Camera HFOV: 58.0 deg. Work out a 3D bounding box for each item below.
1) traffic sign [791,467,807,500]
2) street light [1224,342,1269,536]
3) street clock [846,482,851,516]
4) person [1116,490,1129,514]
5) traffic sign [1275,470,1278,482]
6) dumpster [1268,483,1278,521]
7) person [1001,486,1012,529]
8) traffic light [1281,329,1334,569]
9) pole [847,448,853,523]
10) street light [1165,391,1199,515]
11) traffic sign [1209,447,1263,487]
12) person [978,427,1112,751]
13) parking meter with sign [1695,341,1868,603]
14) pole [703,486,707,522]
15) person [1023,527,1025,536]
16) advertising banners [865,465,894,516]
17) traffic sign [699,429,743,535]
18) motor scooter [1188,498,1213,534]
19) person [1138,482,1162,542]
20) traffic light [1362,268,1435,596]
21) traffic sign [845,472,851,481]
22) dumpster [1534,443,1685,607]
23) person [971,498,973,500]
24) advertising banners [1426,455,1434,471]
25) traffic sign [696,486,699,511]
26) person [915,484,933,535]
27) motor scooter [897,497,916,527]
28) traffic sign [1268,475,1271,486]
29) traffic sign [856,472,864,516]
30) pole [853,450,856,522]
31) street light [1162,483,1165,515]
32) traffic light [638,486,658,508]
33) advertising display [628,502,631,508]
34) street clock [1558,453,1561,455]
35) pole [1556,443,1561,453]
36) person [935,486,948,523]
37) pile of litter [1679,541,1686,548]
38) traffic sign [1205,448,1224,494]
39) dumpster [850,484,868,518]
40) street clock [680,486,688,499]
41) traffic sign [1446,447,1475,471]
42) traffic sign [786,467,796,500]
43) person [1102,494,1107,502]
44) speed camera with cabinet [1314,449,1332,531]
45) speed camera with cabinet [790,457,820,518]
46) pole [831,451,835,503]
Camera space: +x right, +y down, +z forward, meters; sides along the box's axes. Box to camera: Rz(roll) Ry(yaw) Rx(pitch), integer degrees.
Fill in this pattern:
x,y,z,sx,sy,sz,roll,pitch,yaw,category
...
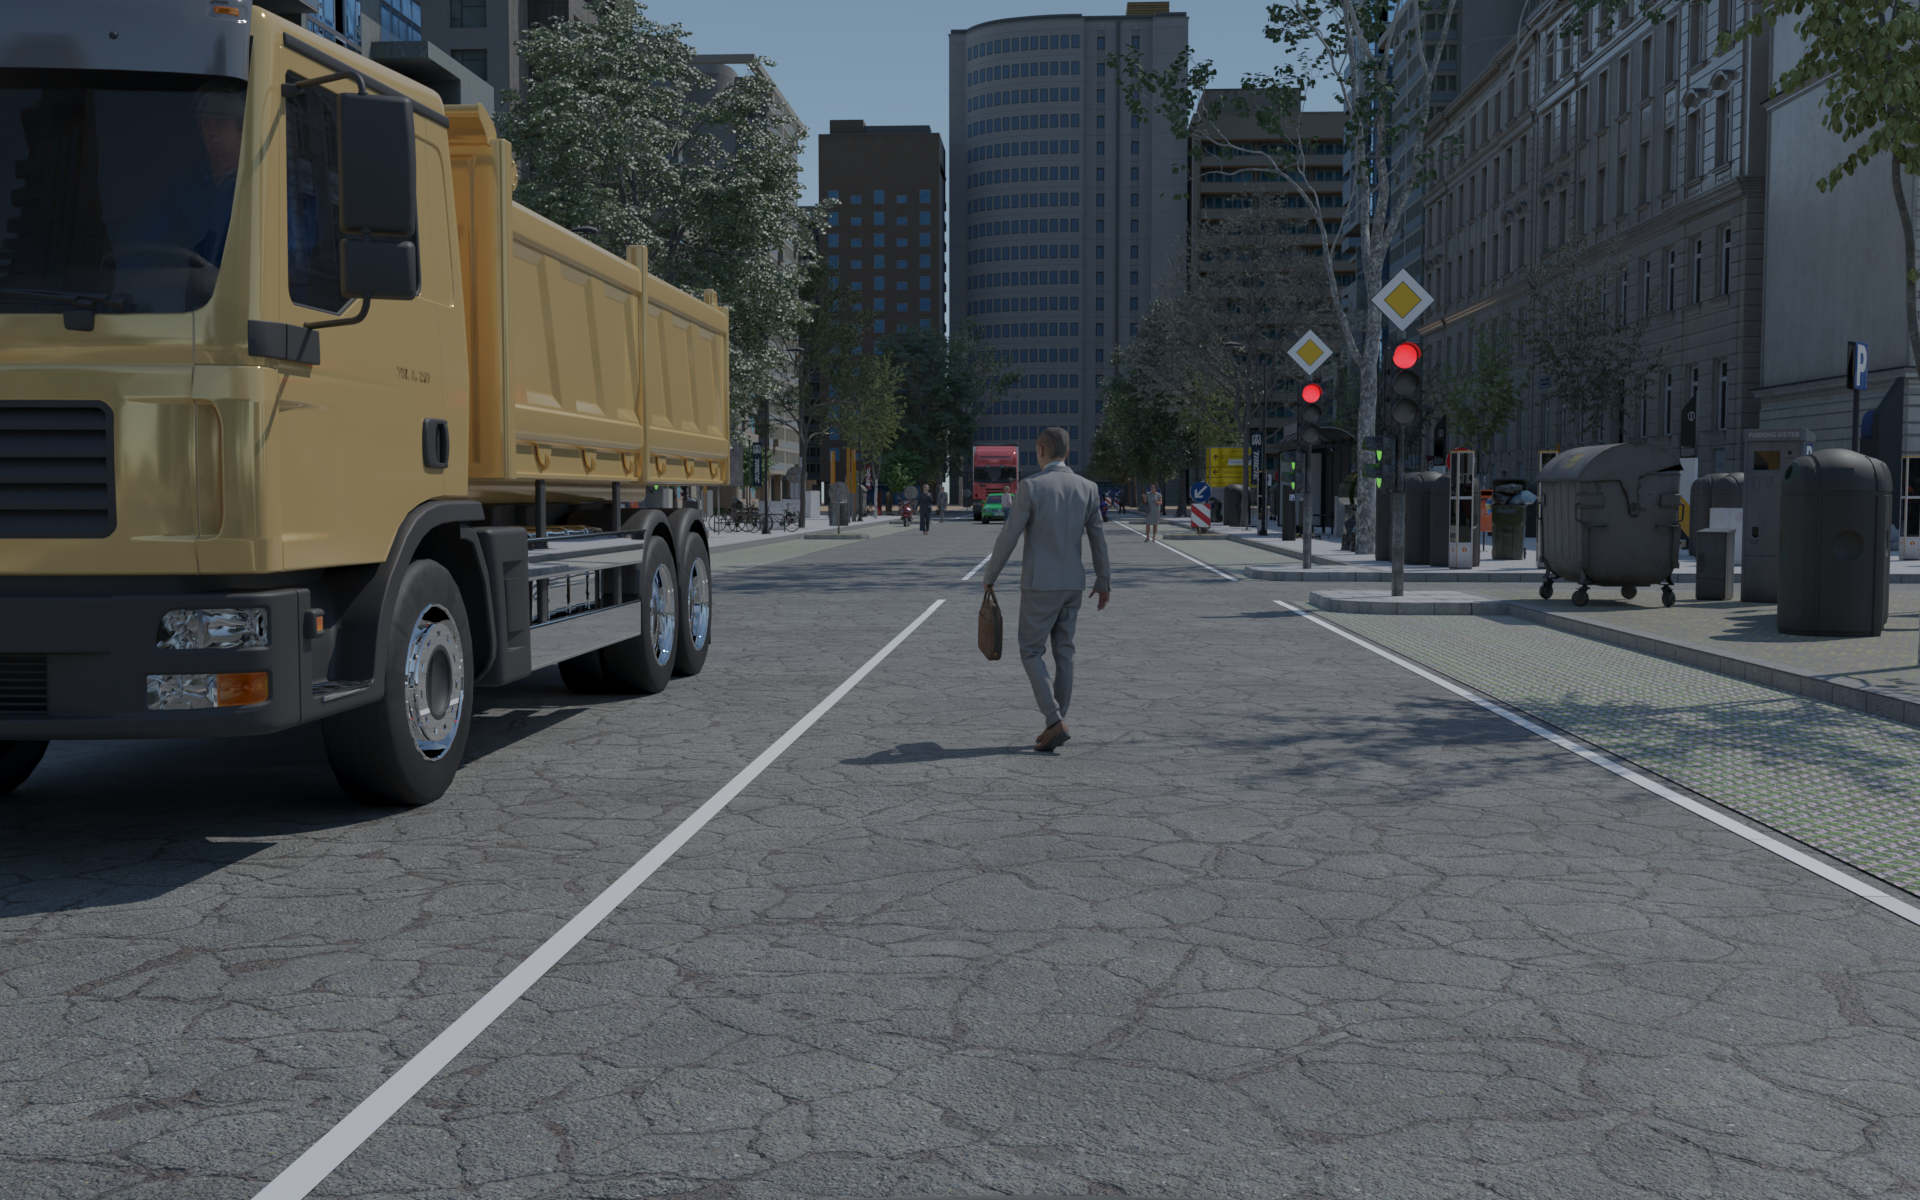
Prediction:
x,y,z,sx,sy,sz,roll,pitch,yaw,category
-7.525,-4.953,81.083,0.768,2.556,0.104,0,4,5,traffic sign
8.790,-4.930,53.151,1.470,5.913,1.316,0,4,3,street light
-6.412,-5.840,100.048,0.358,2.002,0.471,-2,4,-30,street clock
11.630,-7.053,124.373,0.990,1.755,0.434,3,4,36,person
16.072,-5.277,86.392,0.768,2.556,0.104,0,4,4,traffic sign
15.665,-4.776,83.839,1.264,1.857,1.865,0,4,3,dumpster
1.759,-3.434,65.312,0.731,1.740,0.598,3,4,38,person
5.945,-2.491,29.653,0.839,4.253,0.868,0,4,3,traffic light
-4.932,-5.061,76.597,0.158,3.312,0.155,0,3,0,pole
10.188,-6.467,78.274,1.470,5.913,1.316,0,4,3,street light
11.838,-4.924,74.375,2.265,3.308,0.079,0,4,4,traffic sign
0.499,-0.078,9.889,0.709,1.813,0.853,-2,4,-27,person
9.662,-1.480,20.465,1.738,3.016,0.543,3,5,41,parking meter with sign
-11.924,-5.326,80.916,0.158,3.312,0.155,0,3,0,pole
1.833,-2.253,46.337,0.522,1.701,0.512,1,4,16,person
-4.832,-6.525,102.873,2.074,3.025,0.090,2,4,32,advertising banners
-7.926,-3.716,54.628,2.265,3.308,0.079,1,4,12,traffic sign
7.912,-2.699,56.902,0.815,1.314,1.986,0,4,2,motor scooter
5.643,-2.615,51.614,0.716,1.782,0.532,1,4,19,person
5.486,-2.004,21.681,0.839,4.253,0.868,0,4,3,traffic light
-6.381,-6.189,101.301,0.768,2.556,0.104,1,4,11,traffic sign
7.625,-0.893,20.365,1.264,1.857,1.865,0,4,3,dumpster
1.427,-7.814,136.200,1.348,1.831,0.705,-3,5,-41,person
22.019,-5.047,78.711,2.074,3.025,0.090,-1,4,-20,advertising banners
-7.902,-3.185,52.174,0.768,2.556,0.104,1,4,11,traffic sign
-1.245,-3.172,60.784,0.576,1.772,0.534,-2,4,-26,person
-2.337,-3.866,75.980,0.815,1.314,1.986,0,4,2,motor scooter
15.800,-5.351,89.615,0.606,2.300,0.079,0,4,6,traffic sign
-5.888,-6.052,99.061,0.768,2.556,0.104,1,4,12,traffic sign
-4.888,-5.250,79.678,0.158,3.312,0.155,0,3,0,pole
11.737,-8.040,103.999,1.470,5.913,1.316,0,4,3,street light
-5.548,-2.531,30.297,0.839,4.253,0.868,0,4,3,traffic light
-17.320,-5.213,90.447,0.974,1.923,0.123,0,4,5,advertising display
10.562,-1.577,30.352,0.358,2.002,0.471,1,4,18,street clock
24.089,-4.647,69.823,0.158,3.312,0.155,0,3,0,pole
-0.920,-4.780,86.756,0.694,1.812,0.767,3,4,36,person
17.048,-1.702,41.801,1.176,0.858,1.719,3,4,37,pile of litter
11.855,-5.004,75.686,2.265,3.308,0.079,0,4,6,traffic sign
-5.768,-5.447,94.825,1.264,1.857,1.865,0,4,3,dumpster
-11.957,-4.312,75.064,0.471,2.002,0.358,-1,4,-15,street clock
13.643,-2.885,47.275,0.768,2.556,0.104,1,4,11,traffic sign
-7.800,-4.965,81.283,0.768,2.556,0.104,1,4,9,traffic sign
11.712,-7.929,141.397,1.065,1.426,0.557,-3,5,-43,person
12.285,-4.008,59.869,2.038,3.252,0.660,-1,4,-10,speed camera with cabinet
-8.340,-6.053,93.299,0.660,3.252,2.038,2,4,29,speed camera with cabinet
-6.051,-5.420,82.460,0.158,3.312,0.155,0,3,0,pole
